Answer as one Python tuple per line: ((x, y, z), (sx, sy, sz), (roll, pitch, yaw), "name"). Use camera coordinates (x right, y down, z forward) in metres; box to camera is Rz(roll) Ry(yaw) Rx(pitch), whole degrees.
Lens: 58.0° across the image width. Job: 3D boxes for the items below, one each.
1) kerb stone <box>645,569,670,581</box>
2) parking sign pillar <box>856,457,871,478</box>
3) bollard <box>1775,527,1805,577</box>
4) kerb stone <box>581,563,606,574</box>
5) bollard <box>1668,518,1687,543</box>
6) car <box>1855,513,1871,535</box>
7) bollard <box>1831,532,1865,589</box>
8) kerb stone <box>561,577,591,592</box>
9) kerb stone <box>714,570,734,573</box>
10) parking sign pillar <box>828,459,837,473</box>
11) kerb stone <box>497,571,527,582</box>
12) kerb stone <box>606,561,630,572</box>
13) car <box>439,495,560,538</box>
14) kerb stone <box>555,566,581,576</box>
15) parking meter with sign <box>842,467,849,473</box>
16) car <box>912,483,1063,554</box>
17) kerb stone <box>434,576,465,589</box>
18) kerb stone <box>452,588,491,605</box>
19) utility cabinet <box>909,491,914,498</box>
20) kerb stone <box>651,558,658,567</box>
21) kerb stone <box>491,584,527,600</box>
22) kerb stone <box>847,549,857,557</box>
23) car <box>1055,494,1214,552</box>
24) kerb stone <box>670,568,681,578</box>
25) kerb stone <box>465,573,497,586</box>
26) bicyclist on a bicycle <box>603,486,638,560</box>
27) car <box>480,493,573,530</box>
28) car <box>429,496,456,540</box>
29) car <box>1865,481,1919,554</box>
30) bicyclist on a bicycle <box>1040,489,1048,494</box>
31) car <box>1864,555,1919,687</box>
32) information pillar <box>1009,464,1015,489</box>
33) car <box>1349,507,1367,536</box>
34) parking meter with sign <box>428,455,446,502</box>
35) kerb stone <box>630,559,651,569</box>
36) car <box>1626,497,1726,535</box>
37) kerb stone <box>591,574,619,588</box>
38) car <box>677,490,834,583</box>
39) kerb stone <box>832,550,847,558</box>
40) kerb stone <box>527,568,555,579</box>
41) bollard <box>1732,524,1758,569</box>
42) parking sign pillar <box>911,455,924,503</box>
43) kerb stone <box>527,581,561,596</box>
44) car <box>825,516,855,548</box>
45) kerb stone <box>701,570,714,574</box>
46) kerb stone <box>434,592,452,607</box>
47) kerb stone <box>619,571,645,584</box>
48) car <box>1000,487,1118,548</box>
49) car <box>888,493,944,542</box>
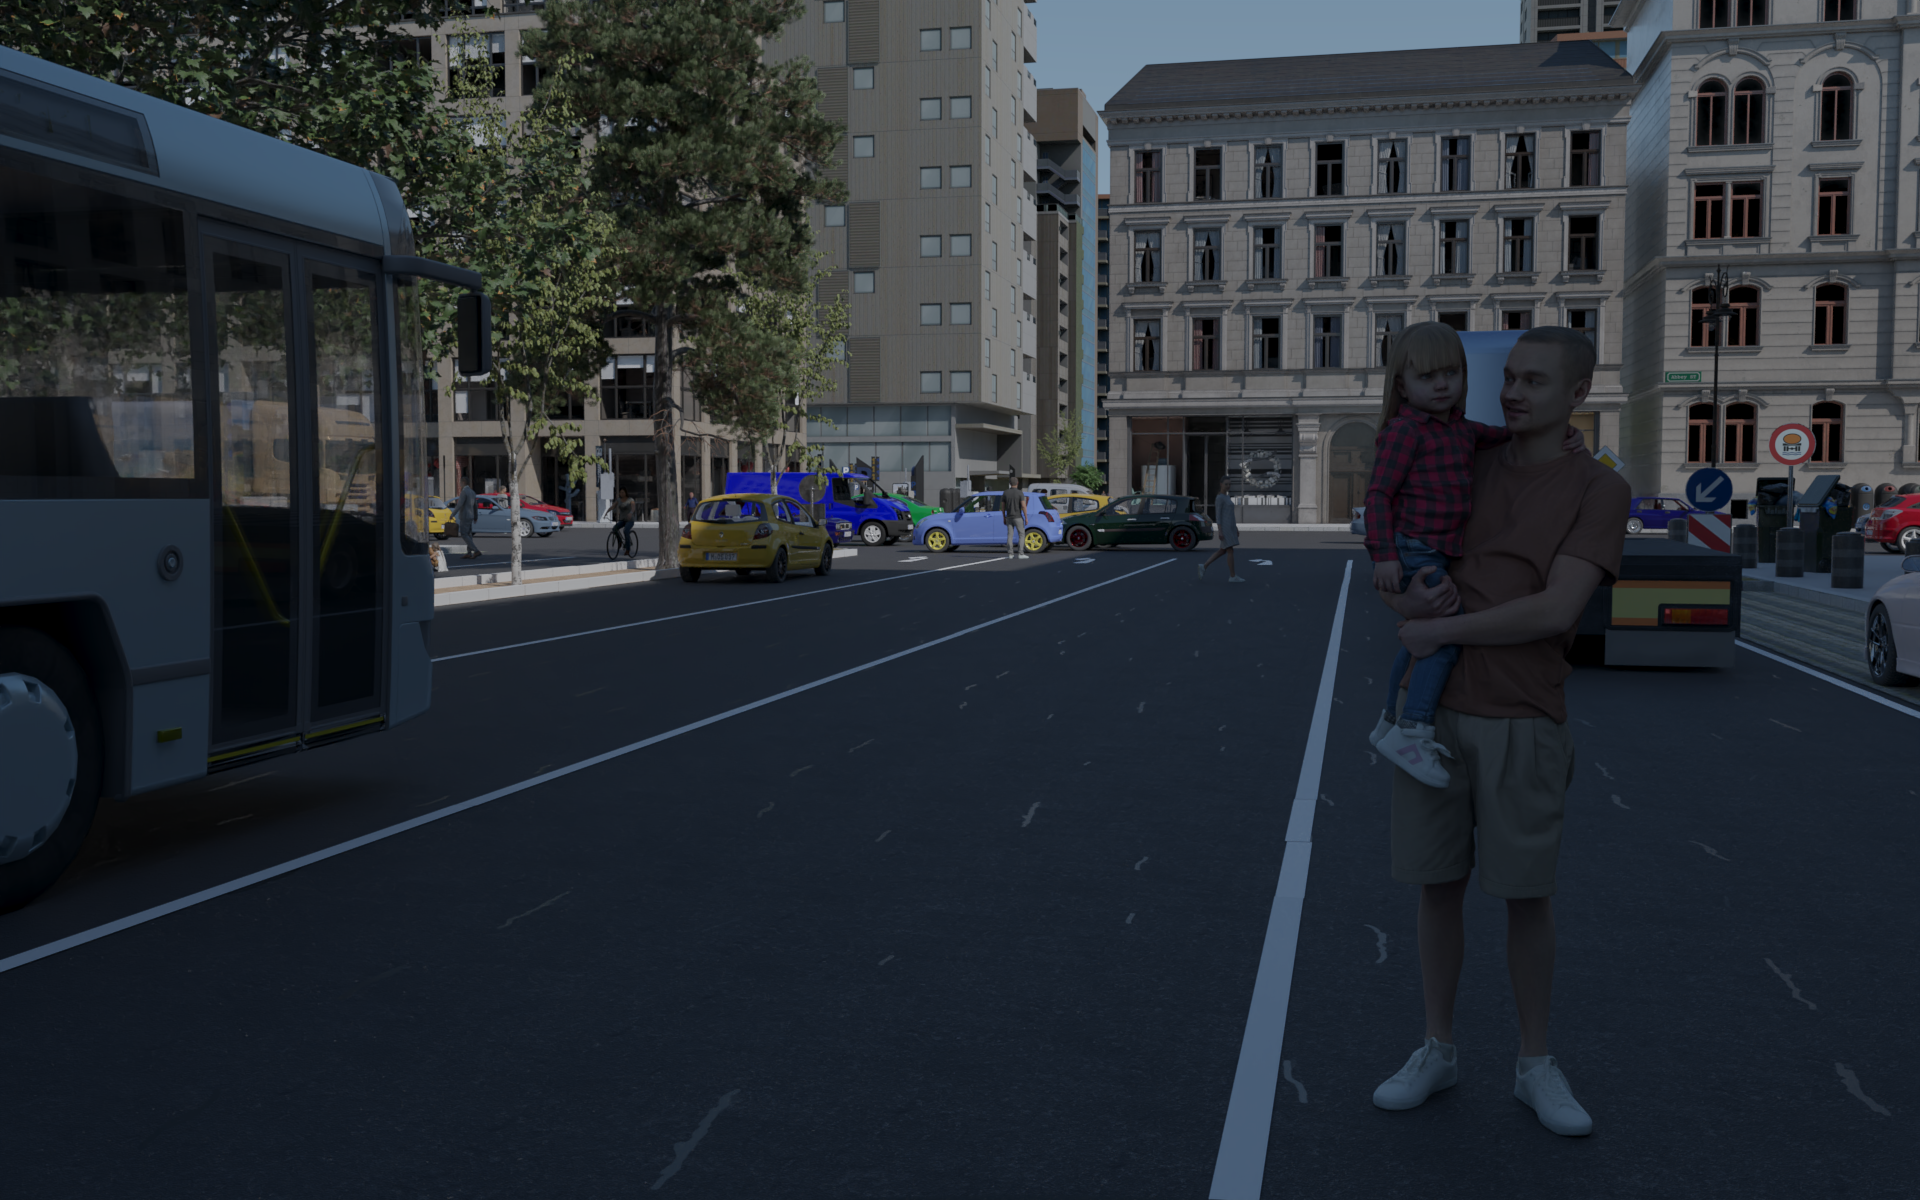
((-5.129, -0.410, 28.900), (0.120, 0.150, 1.000), (1, 4, 13), "kerb stone")
((-6.868, -8.374, 125.384), (1.447, 3.967, 1.447), (0, 4, 2), "parking sign pillar")
((12.855, -0.740, 26.821), (0.404, 0.777, 0.398), (0, 3, 0), "bollard")
((-6.714, -0.551, 31.347), (0.120, 0.150, 1.000), (1, 4, 13), "kerb stone")
((15.073, -1.324, 36.362), (0.404, 0.777, 0.398), (0, 3, 0), "bollard")
((30.133, -2.535, 53.449), (4.499, 1.417, 2.014), (1, 4, 11), "car")
((12.119, -0.546, 23.639), (0.404, 0.777, 0.398), (0, 3, 0), "bollard")
((-5.822, -0.225, 25.887), (0.120, 0.150, 1.000), (1, 4, 13), "kerb stone")
((-4.436, -0.590, 31.901), (0.120, 0.150, 1.000), (1, 4, 13), "kerb stone")
((-9.743, -8.799, 132.336), (1.447, 3.967, 1.447), (-2, 4, -31), "parking sign pillar")
((-7.422, -0.373, 28.341), (0.120, 0.150, 1.000), (1, 4, 13), "kerb stone")
((-6.481, -0.621, 32.351), (0.120, 0.150, 1.000), (1, 4, 13), "kerb stone")
((-15.536, -2.786, 57.551), (4.499, 1.417, 2.014), (1, 4, 11), "car")
((-6.956, -0.498, 30.340), (0.120, 0.150, 1.000), (1, 4, 13), "kerb stone")
((-6.788, -6.962, 110.096), (0.543, 3.016, 1.738), (-3, 5, -39), "parking meter with sign")
((0.675, -2.025, 42.702), (3.694, 1.707, 1.945), (1, 4, 11), "car")
((-7.882, -0.252, 26.337), (0.120, 0.150, 1.000), (1, 4, 13), "kerb stone")
((-6.530, -0.041, 22.871), (0.120, 0.150, 1.000), (1, 4, 13), "kerb stone")
((-3.675, -6.629, 117.064), (1.173, 1.500, 0.318), (-3, 4, -36), "utility cabinet")
((-6.021, -0.744, 34.353), (0.120, 0.150, 1.000), (1, 4, 13), "kerb stone")
((-6.302, -0.103, 23.886), (0.120, 0.150, 1.000), (1, 4, 13), "kerb stone")
((-2.571, -1.085, 39.940), (0.120, 0.150, 1.000), (1, 4, 13), "kerb stone")
((4.349, -2.098, 44.087), (4.222, 1.686, 2.009), (1, 4, 12), "car")
((-4.901, -0.471, 29.901), (0.120, 0.150, 1.000), (1, 4, 13), "kerb stone")
((-7.649, -0.312, 27.340), (0.120, 0.150, 1.000), (1, 4, 13), "kerb stone")
((-7.419, -1.716, 38.086), (1.499, 1.676, 1.625), (1, 4, 14), "bicyclist on a bicycle")
((-17.202, -3.557, 67.197), (4.494, 1.783, 2.155), (1, 4, 13), "car")
((-17.720, -2.663, 53.771), (3.980, 1.641, 2.015), (1, 4, 14), "car")
((24.062, -1.966, 41.180), (4.494, 1.783, 2.155), (1, 4, 15), "car")
((2.905, -2.979, 58.732), (1.625, 1.676, 1.499), (1, 4, 12), "bicyclist on a bicycle")
((7.418, 0.067, 11.262), (2.083, 1.381, 4.827), (1, 4, 12), "car")
((4.054, -8.785, 134.988), (0.504, 3.616, 0.183), (-1, 4, -23), "information pillar")
((13.561, -2.327, 50.047), (4.499, 1.417, 2.014), (1, 4, 13), "car")
((-23.929, -4.970, 77.514), (1.738, 3.016, 0.543), (-1, 4, -17), "parking meter with sign")
((-6.254, -0.682, 33.353), (0.120, 0.150, 1.000), (1, 4, 13), "kerb stone")
((25.286, -3.009, 61.780), (3.894, 1.354, 1.945), (1, 4, 12), "car")
((-5.600, -0.285, 26.897), (0.120, 0.150, 1.000), (1, 4, 13), "kerb stone")
((-3.389, -1.176, 29.452), (2.015, 1.641, 3.980), (1, 4, 12), "car")
((-2.805, -1.024, 38.936), (0.120, 0.150, 1.000), (1, 4, 13), "kerb stone")
((-7.186, -0.433, 29.340), (0.120, 0.150, 1.000), (1, 4, 13), "kerb stone")
((13.601, -0.935, 29.999), (0.404, 0.777, 0.398), (0, 3, 0), "bollard")
((-2.940, -8.016, 119.537), (1.447, 3.967, 1.447), (1, 4, 23), "parking sign pillar")
((-6.058, -0.165, 24.888), (0.120, 0.150, 1.000), (1, 4, 13), "kerb stone")
((-4.703, -1.919, 43.960), (3.894, 1.354, 1.945), (1, 4, 13), "car")
((-4.667, -0.526, 30.901), (0.120, 0.150, 1.000), (1, 4, 13), "kerb stone")
((-6.760, 0.024, 21.871), (0.120, 0.150, 1.000), (1, 4, 13), "kerb stone")
((-5.373, -0.348, 27.899), (0.120, 0.150, 1.000), (1, 4, 13), "kerb stone")
((2.631, -2.243, 46.903), (3.980, 1.641, 2.015), (1, 4, 14), "car")
((-2.750, -2.670, 52.452), (4.718, 1.807, 1.959), (1, 4, 14), "car")
